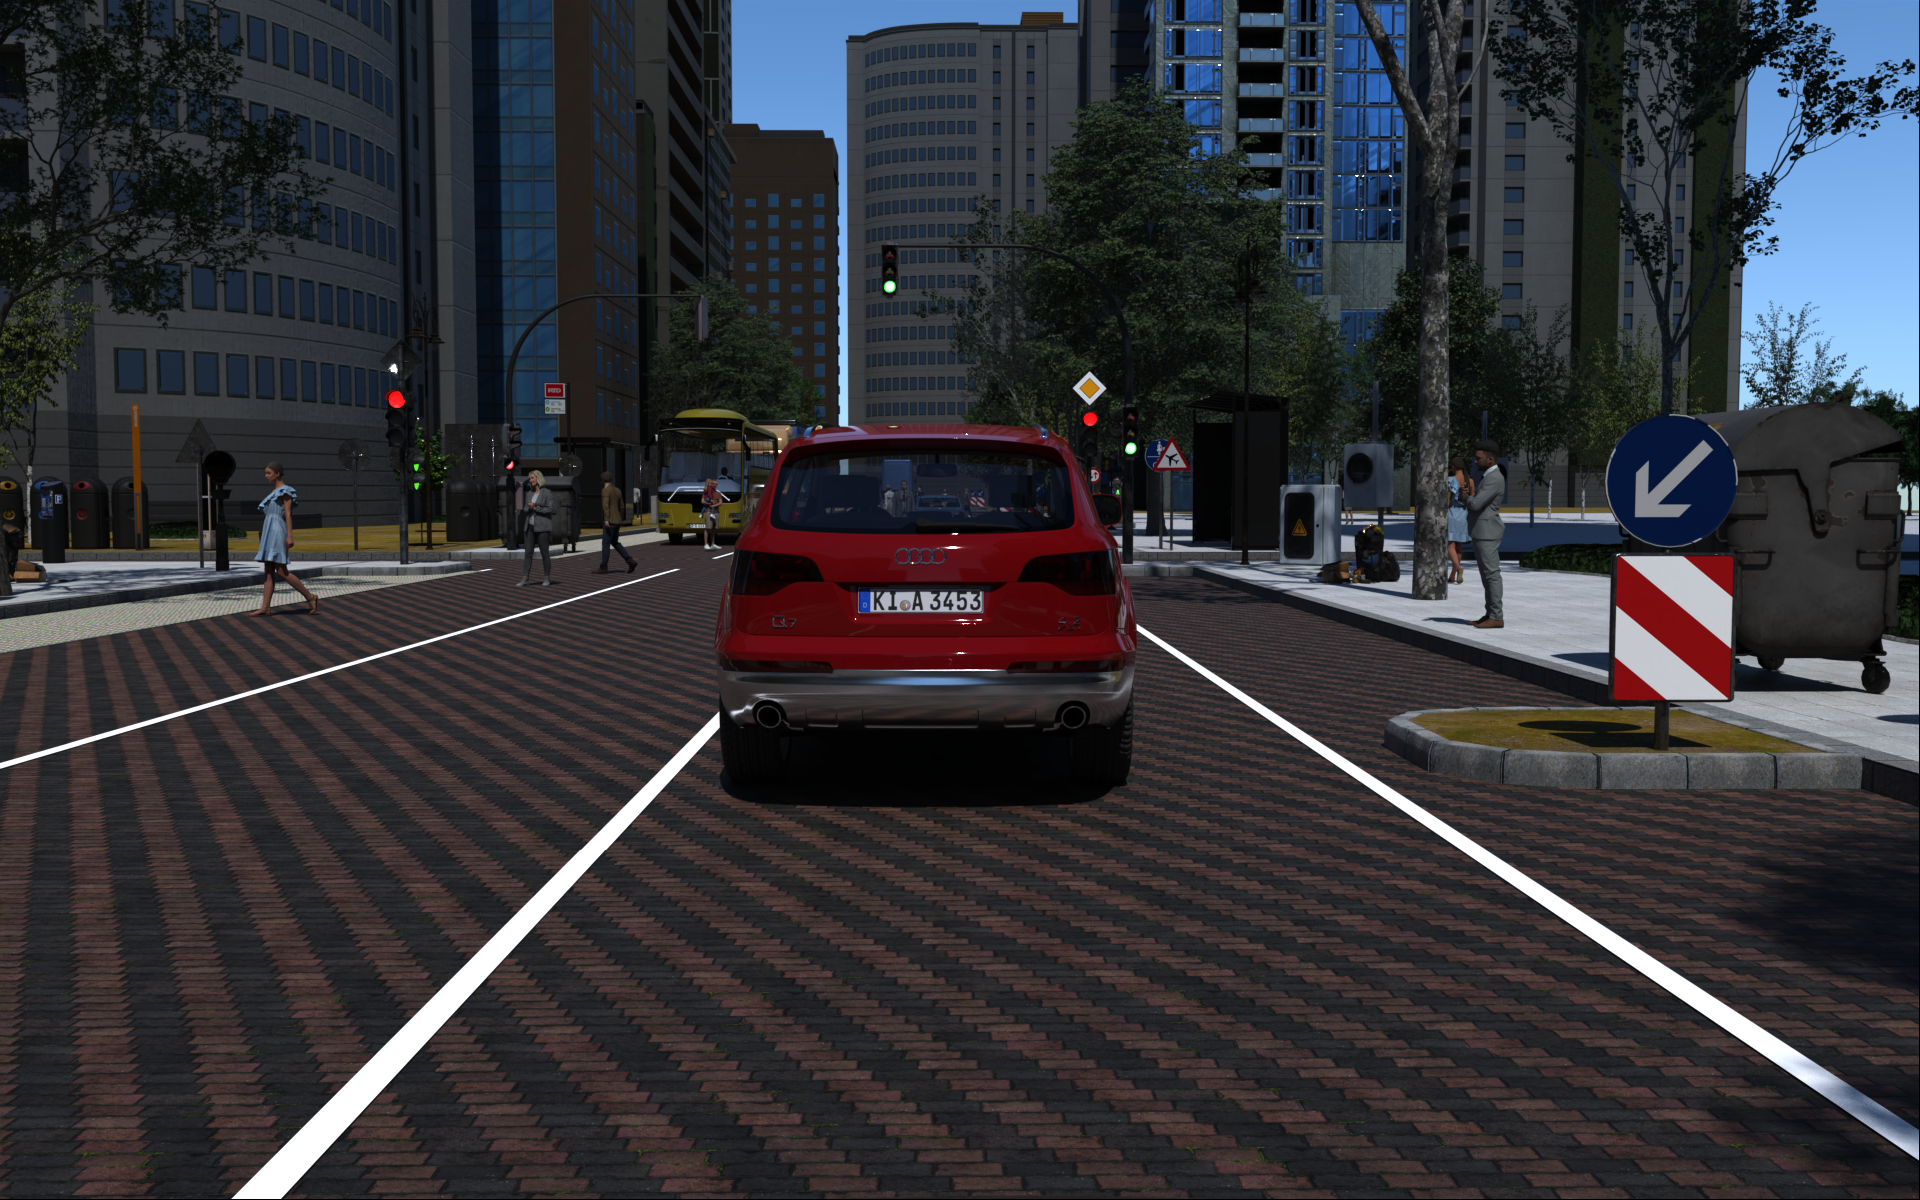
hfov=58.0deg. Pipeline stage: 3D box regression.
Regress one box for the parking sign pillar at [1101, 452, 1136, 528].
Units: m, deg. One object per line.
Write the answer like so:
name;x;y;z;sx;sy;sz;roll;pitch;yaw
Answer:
parking sign pillar;5.916;-4.700;65.320;1.447;3.967;1.447;-3;5;-42

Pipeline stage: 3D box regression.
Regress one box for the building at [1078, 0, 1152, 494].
building;21.885;-38.300;168.196;21.231;58.520;28.212;0;4;-1

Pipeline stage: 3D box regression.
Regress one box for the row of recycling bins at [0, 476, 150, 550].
row of recycling bins;-20.765;-2.030;40.303;3.534;1.692;1.069;-1;4;-12

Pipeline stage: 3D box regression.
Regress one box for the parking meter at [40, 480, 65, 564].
parking meter;-16.819;-1.449;32.104;0.372;1.533;0.369;0;3;0

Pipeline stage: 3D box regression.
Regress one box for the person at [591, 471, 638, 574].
person;-6.238;-1.393;31.186;0.836;1.842;0.656;-1;4;-14

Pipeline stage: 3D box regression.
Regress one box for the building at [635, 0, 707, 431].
building;-32.418;-31.487;138.515;21.300;48.544;21.600;0;4;-1

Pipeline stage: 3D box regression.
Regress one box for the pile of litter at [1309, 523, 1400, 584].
pile of litter;5.746;-0.695;25.327;1.719;0.858;1.176;-2;4;-30

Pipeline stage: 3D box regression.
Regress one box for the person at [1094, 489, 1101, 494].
person;9.383;-6.752;117.911;0.593;1.643;0.415;-2;4;-27

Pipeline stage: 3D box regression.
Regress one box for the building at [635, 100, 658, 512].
building;-29.335;-21.381;121.287;14.160;30.474;14.107;0;4;-1

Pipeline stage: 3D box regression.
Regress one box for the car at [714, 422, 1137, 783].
car;-0.142;-0.090;10.147;2.281;1.827;5.304;0;4;1

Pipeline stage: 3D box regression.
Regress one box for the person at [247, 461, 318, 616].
person;-7.992;-0.720;20.366;0.778;1.811;0.616;-2;4;-30

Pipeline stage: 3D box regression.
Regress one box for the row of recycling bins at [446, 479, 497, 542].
row of recycling bins;-13.495;-2.505;48.063;1.069;1.692;3.534;0;4;-5

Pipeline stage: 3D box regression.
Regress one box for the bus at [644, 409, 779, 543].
bus;-7.339;-3.791;53.527;2.896;3.916;12.252;0;4;-1

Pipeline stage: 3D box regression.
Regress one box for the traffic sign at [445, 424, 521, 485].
traffic sign;-13.803;-3.440;50.117;2.265;3.308;0.079;0;4;6

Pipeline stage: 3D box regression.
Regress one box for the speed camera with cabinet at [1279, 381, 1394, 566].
speed camera with cabinet;6.670;-2.229;30.777;0.660;3.252;2.038;-3;5;-43

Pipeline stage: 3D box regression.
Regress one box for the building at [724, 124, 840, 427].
building;-22.193;-34.409;212.703;14.200;45.320;14.600;0;4;-1

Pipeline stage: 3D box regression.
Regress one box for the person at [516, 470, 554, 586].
person;-6.581;-1.117;26.945;0.537;1.800;0.526;2;4;31

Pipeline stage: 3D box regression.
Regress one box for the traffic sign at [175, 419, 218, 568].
traffic sign;-13.130;-1.830;29.928;0.884;2.594;0.081;0;4;4

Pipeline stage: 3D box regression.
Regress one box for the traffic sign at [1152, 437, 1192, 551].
traffic sign;4.803;-2.404;39.303;0.884;2.594;0.081;0;4;7

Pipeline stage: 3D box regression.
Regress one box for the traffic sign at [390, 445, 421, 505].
traffic sign;-13.261;-2.527;41.430;0.768;2.556;0.104;0;4;5

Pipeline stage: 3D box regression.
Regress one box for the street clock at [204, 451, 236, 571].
street clock;-12.341;-1.490;28.927;0.471;2.002;0.358;-1;4;-15

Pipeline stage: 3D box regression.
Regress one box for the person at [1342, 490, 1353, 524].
person;16.336;-4.074;72.996;0.599;1.781;0.374;-1;4;-16

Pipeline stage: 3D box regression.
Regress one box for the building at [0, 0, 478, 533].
building;-33.809;-32.226;68.886;21.231;58.520;28.212;0;4;-1

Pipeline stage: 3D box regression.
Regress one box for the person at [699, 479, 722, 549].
person;-6.490;-2.240;45.103;0.573;1.828;0.580;0;4;4

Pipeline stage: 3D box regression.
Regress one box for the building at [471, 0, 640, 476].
building;-26.555;-27.427;98.544;14.600;45.320;14.200;0;4;-1

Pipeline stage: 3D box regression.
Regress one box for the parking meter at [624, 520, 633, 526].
parking meter;-13.478;-3.783;70.262;0.372;1.533;0.369;0;3;0

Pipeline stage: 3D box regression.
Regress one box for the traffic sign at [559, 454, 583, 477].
traffic sign;-12.424;-3.375;55.287;0.768;2.556;0.104;0;4;2

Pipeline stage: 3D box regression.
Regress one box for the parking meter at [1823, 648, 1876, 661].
parking meter;6.911;-0.306;13.421;0.372;1.533;0.369;0;3;0

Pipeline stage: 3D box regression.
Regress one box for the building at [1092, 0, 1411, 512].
building;23.221;-50.467;137.806;22.319;86.520;31.000;0;4;-1

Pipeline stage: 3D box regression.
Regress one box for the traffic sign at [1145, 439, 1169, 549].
traffic sign;4.689;-2.462;40.353;0.768;2.556;0.104;0;4;7

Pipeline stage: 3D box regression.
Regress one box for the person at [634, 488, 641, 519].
person;-16.389;-4.977;87.266;0.661;1.843;0.795;2;4;30

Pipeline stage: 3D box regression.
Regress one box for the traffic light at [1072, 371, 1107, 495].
traffic light;2.936;-3.102;39.644;0.839;4.253;0.868;0;4;-1

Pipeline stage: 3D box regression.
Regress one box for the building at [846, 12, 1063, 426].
building;0.223;-41.210;215.789;28.212;58.520;21.231;0;4;-1

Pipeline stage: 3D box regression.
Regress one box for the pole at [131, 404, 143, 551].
pole;-18.658;-2.778;39.269;0.158;3.312;0.155;0;3;0

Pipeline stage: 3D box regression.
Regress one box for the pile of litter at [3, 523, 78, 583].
pile of litter;-13.812;-0.681;25.094;1.719;0.858;1.176;-1;4;-14

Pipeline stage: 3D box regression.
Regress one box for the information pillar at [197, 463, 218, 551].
information pillar;-17.035;-2.124;39.217;0.304;2.012;0.304;1;4;10

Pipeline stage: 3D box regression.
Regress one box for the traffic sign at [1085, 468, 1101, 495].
traffic sign;6.394;-5.079;83.143;0.768;2.556;0.104;0;4;6

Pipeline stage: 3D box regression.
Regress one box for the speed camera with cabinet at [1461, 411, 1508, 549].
speed camera with cabinet;11.979;-2.833;40.651;2.038;3.252;0.660;-2;4;-33

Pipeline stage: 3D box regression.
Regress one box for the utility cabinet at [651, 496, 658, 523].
utility cabinet;-13.271;-3.982;76.260;0.306;1.237;1.020;1;4;16

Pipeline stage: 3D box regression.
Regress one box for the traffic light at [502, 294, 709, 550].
traffic light;-8.134;-3.966;39.510;4.771;5.953;1.251;0;4;-1

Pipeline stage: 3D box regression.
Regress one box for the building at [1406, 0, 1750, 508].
building;60.060;-38.546;172.221;28.212;58.520;21.231;0;4;-1

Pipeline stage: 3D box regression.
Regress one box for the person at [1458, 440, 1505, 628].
person;5.018;-0.641;16.702;0.466;1.800;0.511;0;4;-2

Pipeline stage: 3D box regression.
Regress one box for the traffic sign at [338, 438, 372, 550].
traffic sign;-13.749;-2.401;39.361;0.768;2.556;0.104;0;4;4

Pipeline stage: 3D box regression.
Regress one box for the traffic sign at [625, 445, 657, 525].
traffic sign;-13.693;-4.816;72.611;2.265;3.308;0.079;0;4;7

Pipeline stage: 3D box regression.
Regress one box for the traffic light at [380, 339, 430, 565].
traffic light;-10.113;-2.602;31.462;0.839;4.253;0.868;0;4;-1

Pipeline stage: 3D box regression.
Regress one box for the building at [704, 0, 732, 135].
building;-39.647;-47.527;215.321;20.611;71.187;20.563;0;4;-1

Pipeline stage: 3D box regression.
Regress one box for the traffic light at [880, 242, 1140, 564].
traffic light;0.956;-3.475;31.490;4.771;5.953;1.251;0;4;-1

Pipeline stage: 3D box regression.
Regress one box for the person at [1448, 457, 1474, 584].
person;7.164;-1.143;24.826;0.616;1.811;0.778;0;4;-1

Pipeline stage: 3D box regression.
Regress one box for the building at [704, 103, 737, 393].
building;-34.208;-28.972;165.574;23.993;40.220;32.217;0;4;-1
